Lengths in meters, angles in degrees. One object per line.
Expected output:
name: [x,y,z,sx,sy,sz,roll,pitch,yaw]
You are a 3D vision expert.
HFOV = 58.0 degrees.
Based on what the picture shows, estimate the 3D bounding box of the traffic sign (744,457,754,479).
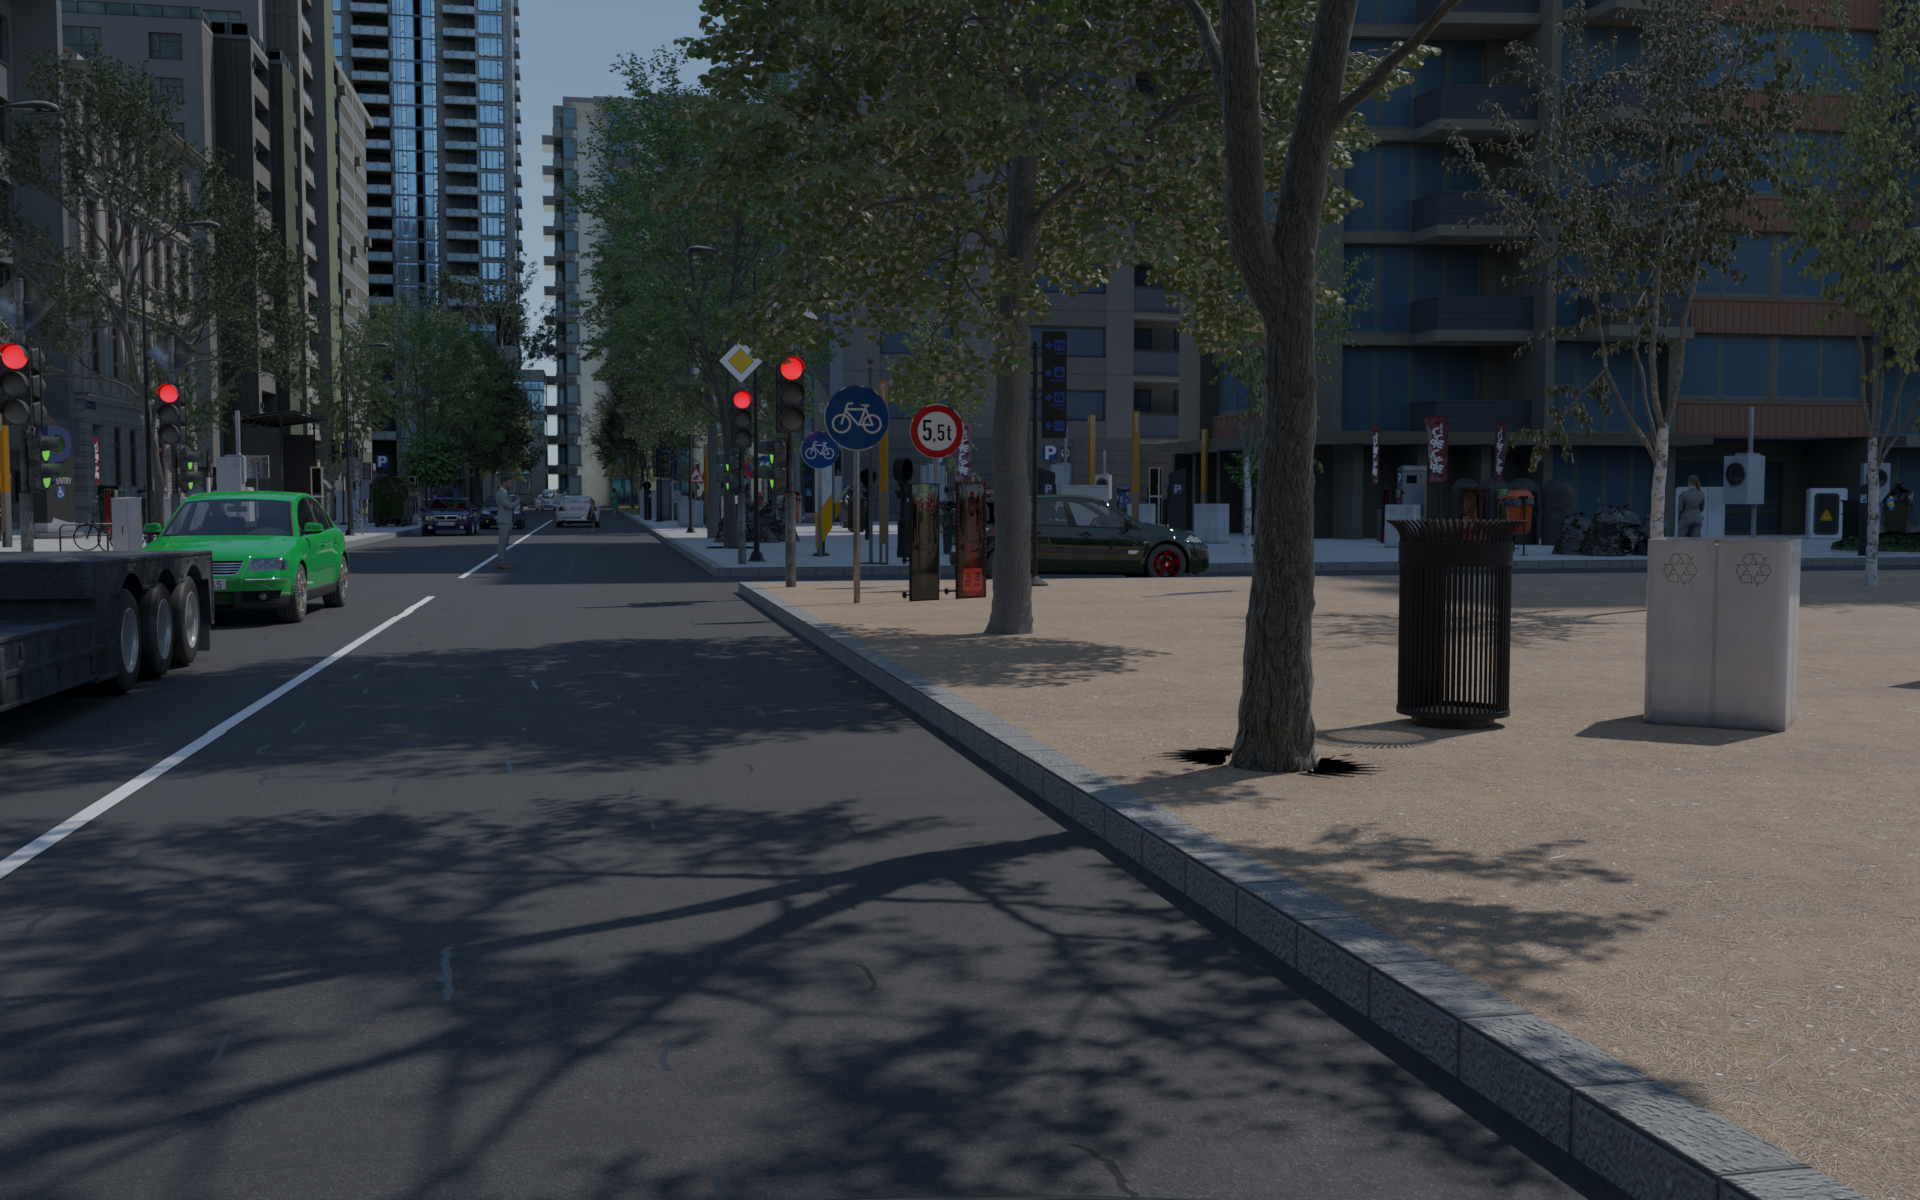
traffic sign: [-6.946,-3.580,58.644,0.768,2.556,0.104,0,4,-4]

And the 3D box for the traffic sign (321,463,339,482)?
traffic sign: [-25.587,-4.291,70.267,0.768,2.556,0.104,0,4,-3]

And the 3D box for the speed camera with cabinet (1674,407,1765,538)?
speed camera with cabinet: [17.504,-2.790,39.946,0.660,3.252,2.038,-2,4,-25]

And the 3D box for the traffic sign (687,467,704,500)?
traffic sign: [-12.426,-4.994,81.663,0.884,2.594,0.081,0,4,-4]

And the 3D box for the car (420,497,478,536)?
car: [-17.877,-2.944,60.716,1.945,1.354,3.894,-1,4,-12]

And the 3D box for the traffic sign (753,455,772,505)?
traffic sign: [-6.446,-3.491,57.191,0.768,2.556,0.104,-1,4,-10]

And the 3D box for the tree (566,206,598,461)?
tree: [-7.577,-8.071,50.088,7.486,12.596,7.792,0,3,0]

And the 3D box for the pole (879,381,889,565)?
pole: [-1.379,-2.292,31.321,0.158,3.312,0.155,0,3,0]

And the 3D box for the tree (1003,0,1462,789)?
tree: [1.446,-5.009,7.648,9.928,11.665,9.643,0,3,0]

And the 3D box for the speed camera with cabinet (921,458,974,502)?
speed camera with cabinet: [-0.161,-3.593,53.076,2.038,3.252,0.660,-1,4,-11]

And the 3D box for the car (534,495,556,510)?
car: [-37.211,-8.767,155.699,2.083,1.381,4.827,-1,4,-13]

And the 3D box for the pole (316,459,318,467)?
pole: [-37.674,-6.577,101.378,0.158,3.312,0.155,0,3,0]

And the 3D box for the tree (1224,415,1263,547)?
tree: [7.440,-2.932,42.532,1.663,3.219,1.824,0,3,0]

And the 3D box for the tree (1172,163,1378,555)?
tree: [6.157,-5.236,35.965,4.737,8.622,4.395,0,3,0]

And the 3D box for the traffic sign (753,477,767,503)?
traffic sign: [-6.513,-3.559,58.201,0.884,2.594,0.081,0,4,-8]

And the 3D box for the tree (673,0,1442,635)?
tree: [0.830,-5.977,15.848,7.486,12.596,7.792,0,3,0]

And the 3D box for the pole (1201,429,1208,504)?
pole: [7.684,-3.707,54.461,0.158,3.312,0.155,0,3,0]

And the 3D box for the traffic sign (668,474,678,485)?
traffic sign: [-16.174,-5.925,96.871,0.884,2.594,0.081,0,4,-6]

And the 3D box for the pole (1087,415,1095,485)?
pole: [3.385,-3.110,44.690,0.158,3.312,0.155,0,3,0]

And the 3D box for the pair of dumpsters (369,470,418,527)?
pair of dumpsters: [-22.494,-4.053,68.765,1.574,2.255,4.437,-1,4,-12]

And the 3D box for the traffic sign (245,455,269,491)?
traffic sign: [-18.613,-2.676,45.883,0.606,2.300,0.079,0,4,-4]

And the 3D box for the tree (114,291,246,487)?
tree: [-28.826,-6.952,64.031,4.737,8.622,4.395,0,3,0]

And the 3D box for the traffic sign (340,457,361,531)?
traffic sign: [-20.748,-3.606,59.071,0.768,2.556,0.104,0,4,-6]

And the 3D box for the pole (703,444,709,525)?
pole: [-10.354,-4.700,70.695,0.158,3.312,0.155,0,3,0]

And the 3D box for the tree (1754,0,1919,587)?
tree: [12.670,-4.473,23.494,4.737,8.622,4.395,0,3,0]

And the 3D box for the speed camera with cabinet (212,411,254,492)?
speed camera with cabinet: [-17.478,-2.901,41.760,0.660,3.252,2.038,-1,4,-14]

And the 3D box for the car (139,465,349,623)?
car: [-8.458,-0.718,20.538,1.959,1.807,4.718,-1,4,-10]

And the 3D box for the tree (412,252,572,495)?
tree: [-34.667,-16.977,133.464,12.611,20.169,13.585,0,3,0]

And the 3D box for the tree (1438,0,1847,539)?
tree: [7.691,-4.211,19.213,4.360,8.622,3.978,0,3,0]

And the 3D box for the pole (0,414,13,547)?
pole: [-22.932,-2.920,41.588,0.158,3.312,0.155,0,3,0]

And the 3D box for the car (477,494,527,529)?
car: [-18.983,-3.799,71.905,2.009,1.686,4.222,-1,4,-12]

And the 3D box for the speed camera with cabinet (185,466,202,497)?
speed camera with cabinet: [-31.653,-4.823,73.197,2.038,3.252,0.660,-1,4,-21]

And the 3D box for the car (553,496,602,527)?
car: [-16.752,-3.886,75.898,2.083,1.381,4.827,-1,4,-12]

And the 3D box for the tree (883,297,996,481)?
tree: [-0.844,-6.770,61.055,4.737,8.622,4.395,0,3,0]

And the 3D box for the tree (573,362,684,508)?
tree: [-30.160,-15.177,158.508,12.009,13.543,11.850,0,3,0]

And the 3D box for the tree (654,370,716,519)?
tree: [-14.584,-8.465,88.762,4.737,8.622,4.395,0,3,0]

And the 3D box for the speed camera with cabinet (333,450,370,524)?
speed camera with cabinet: [-26.400,-4.887,74.232,2.038,3.252,0.660,1,4,10]

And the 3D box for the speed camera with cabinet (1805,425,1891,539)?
speed camera with cabinet: [25.106,-3.342,48.970,2.038,3.252,0.660,1,4,18]

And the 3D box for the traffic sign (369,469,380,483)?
traffic sign: [-27.271,-4.857,80.590,0.795,2.450,0.064,0,4,-4]

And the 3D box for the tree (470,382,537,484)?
tree: [-43.173,-14.919,162.059,7.486,12.596,7.792,0,3,0]

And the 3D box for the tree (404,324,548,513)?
tree: [-32.810,-12.261,117.482,9.611,12.733,9.660,0,3,0]

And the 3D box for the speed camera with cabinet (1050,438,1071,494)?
speed camera with cabinet: [2.936,-3.534,52.122,0.660,3.252,2.038,0,4,-1]

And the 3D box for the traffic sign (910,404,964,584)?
traffic sign: [-0.326,-1.496,24.562,0.768,2.556,0.104,0,4,-3]

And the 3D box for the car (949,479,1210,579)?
car: [1.920,-1.113,27.981,4.222,1.686,2.009,-1,4,-11]

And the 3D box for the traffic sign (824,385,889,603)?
traffic sign: [-1.214,-1.237,20.324,0.768,2.556,0.104,-1,4,-11]

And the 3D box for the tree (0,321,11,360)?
tree: [-11.425,-2.067,17.510,4.285,4.588,4.351,0,3,0]

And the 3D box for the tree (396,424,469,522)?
tree: [-24.731,-5.970,81.319,4.285,4.588,4.351,0,3,0]

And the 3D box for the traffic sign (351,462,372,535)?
traffic sign: [-18.894,-3.215,54.702,0.606,2.300,0.079,-1,4,-11]

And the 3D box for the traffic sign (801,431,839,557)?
traffic sign: [-2.844,-2.144,35.164,0.768,2.556,0.104,0,4,-4]

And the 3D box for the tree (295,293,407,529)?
tree: [-22.268,-6.928,63.636,4.737,8.622,4.395,0,3,0]

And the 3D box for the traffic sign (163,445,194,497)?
traffic sign: [-19.784,-2.679,43.901,0.768,2.556,0.104,0,4,-6]

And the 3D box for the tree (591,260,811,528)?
tree: [-9.117,-7.986,64.985,7.601,10.594,8.767,-2,4,-24]

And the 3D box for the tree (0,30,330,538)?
tree: [-16.542,-6.168,35.253,7.601,10.594,8.767,2,4,26]

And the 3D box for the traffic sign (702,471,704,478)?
traffic sign: [-11.904,-5.053,82.722,0.768,2.556,0.104,0,4,-6]

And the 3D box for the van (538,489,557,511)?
van: [-35.079,-8.644,148.341,2.013,2.044,4.112,-1,4,-13]

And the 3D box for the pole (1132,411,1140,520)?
pole: [4.329,-2.989,42.713,0.158,3.312,0.155,0,3,0]

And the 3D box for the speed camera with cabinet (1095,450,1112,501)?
speed camera with cabinet: [5.811,-5.138,78.345,2.038,3.252,0.660,1,4,18]
